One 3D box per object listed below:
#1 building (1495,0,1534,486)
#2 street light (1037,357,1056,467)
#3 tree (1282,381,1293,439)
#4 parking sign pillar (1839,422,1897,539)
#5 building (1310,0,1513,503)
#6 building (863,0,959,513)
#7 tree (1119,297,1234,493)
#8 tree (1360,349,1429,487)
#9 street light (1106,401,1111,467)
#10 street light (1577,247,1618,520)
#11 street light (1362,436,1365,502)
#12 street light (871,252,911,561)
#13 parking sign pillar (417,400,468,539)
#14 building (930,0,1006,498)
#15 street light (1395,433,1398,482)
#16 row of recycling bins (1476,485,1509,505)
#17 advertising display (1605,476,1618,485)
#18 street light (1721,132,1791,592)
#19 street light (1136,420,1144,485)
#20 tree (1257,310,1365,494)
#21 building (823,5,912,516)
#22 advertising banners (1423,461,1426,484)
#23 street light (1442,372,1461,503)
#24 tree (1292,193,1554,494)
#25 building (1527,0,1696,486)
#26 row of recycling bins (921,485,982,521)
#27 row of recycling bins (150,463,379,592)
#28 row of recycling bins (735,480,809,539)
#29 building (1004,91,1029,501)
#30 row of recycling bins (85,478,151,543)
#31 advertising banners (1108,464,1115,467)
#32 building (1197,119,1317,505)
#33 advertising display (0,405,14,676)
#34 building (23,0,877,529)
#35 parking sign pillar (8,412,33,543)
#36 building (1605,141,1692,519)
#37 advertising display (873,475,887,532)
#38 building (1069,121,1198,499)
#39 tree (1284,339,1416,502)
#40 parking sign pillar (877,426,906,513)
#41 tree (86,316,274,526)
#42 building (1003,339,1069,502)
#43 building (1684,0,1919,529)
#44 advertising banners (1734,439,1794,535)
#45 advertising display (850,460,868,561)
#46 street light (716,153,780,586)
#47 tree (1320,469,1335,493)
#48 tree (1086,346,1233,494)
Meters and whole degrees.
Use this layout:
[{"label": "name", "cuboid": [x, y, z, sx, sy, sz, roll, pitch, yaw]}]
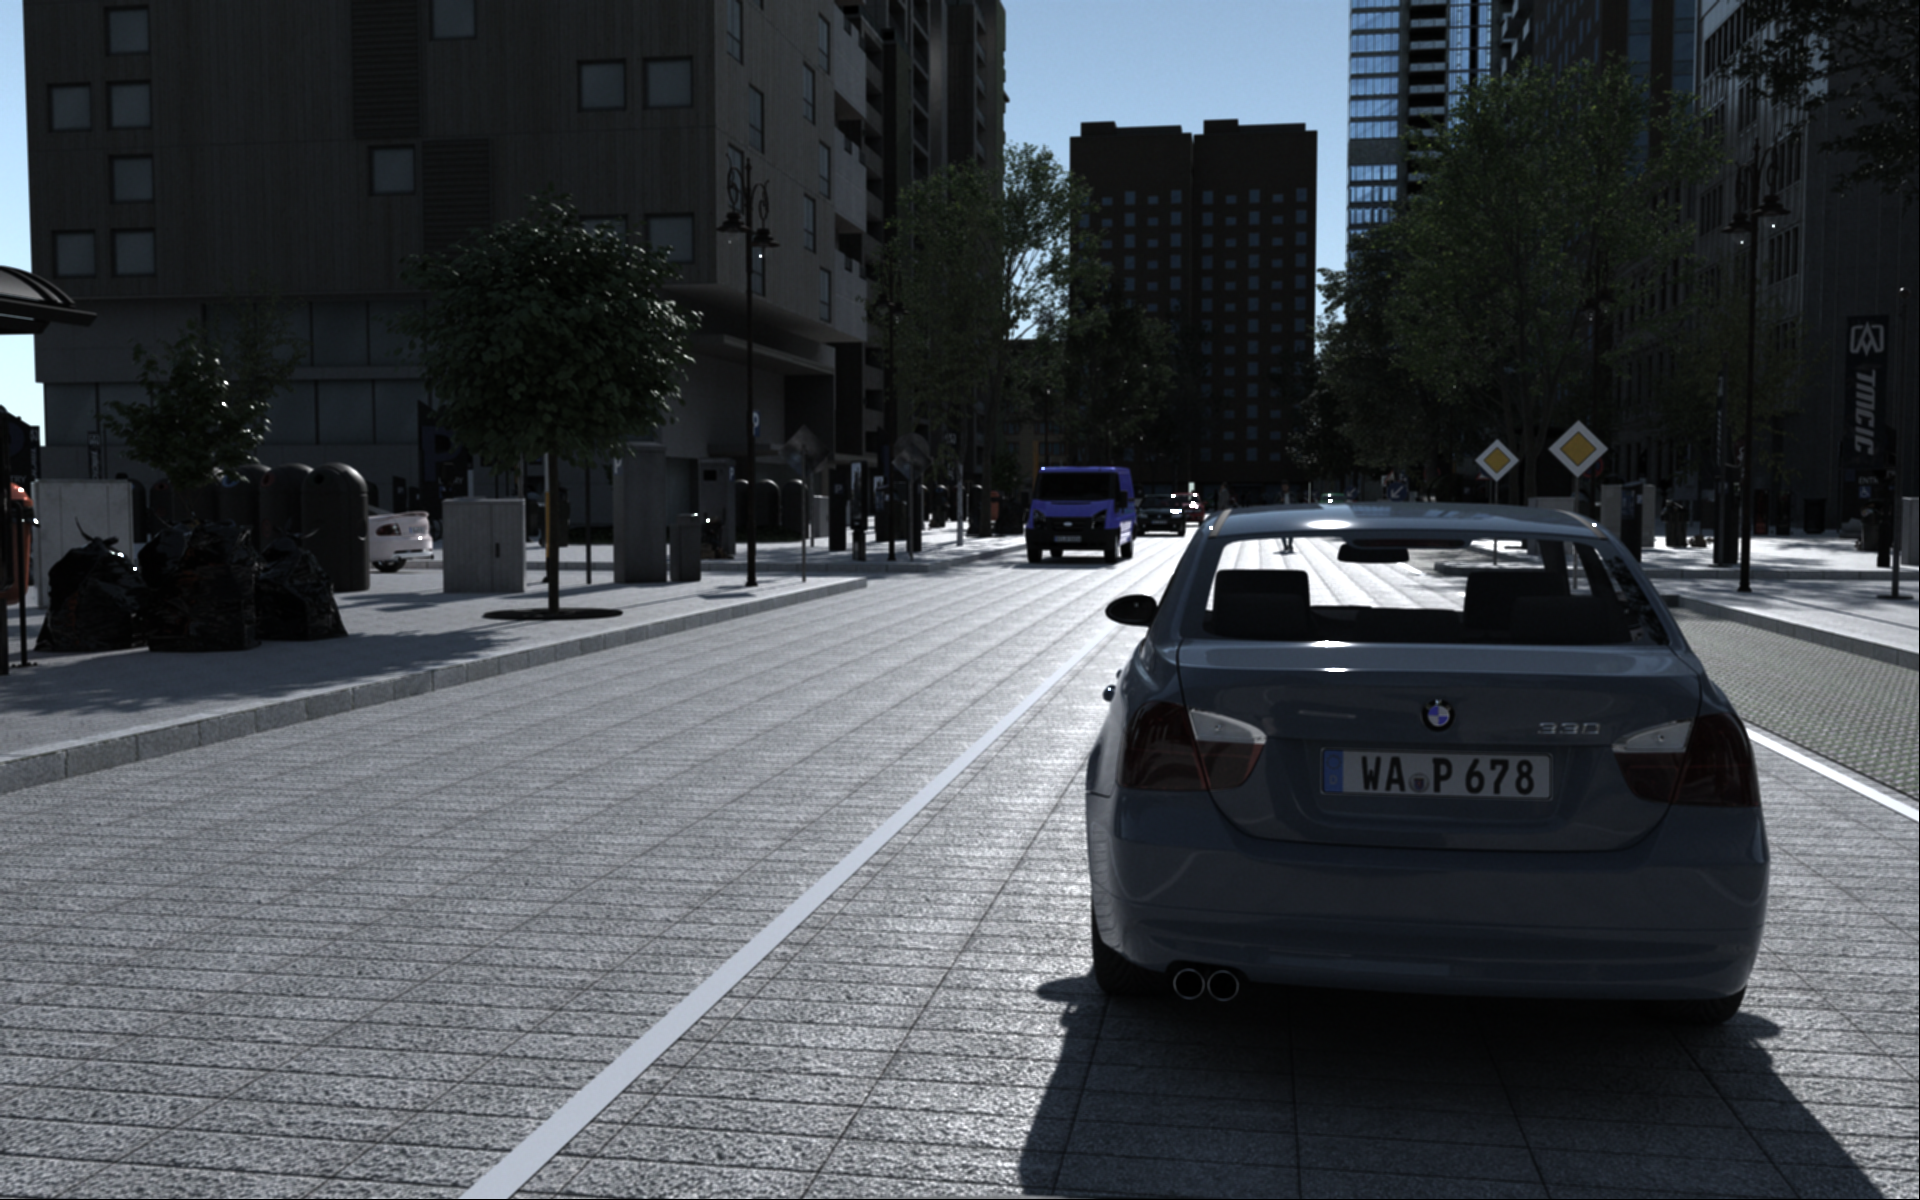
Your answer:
[{"label": "building", "cuboid": [57.973, -32.192, 145.953, 23.786, 49.044, 30.456, 1, 4, 10]}, {"label": "street light", "cuboid": [2.840, -5.154, 57.054, 0.468, 5.910, 1.993, 1, 4, 10]}, {"label": "tree", "cuboid": [31.732, -14.505, 143.818, 9.857, 13.997, 8.962, 0, 3, 0]}, {"label": "parking sign pillar", "cuboid": [26.020, -3.736, 49.562, 1.447, 3.967, 1.447, -2, 4, -34]}, {"label": "building", "cuboid": [58.268, -54.721, 207.362, 31.000, 86.520, 22.319, 1, 4, 10]}, {"label": "building", "cuboid": [-10.792, -41.716, 120.307, 20.563, 71.187, 20.611, 1, 4, 10]}, {"label": "tree", "cuboid": [20.411, -19.187, 169.593, 12.611, 20.169, 13.585, 0, 3, 0]}, {"label": "tree", "cuboid": [21.996, -8.349, 86.872, 4.737, 8.622, 4.395, 0, 3, 0]}, {"label": "street light", "cuboid": [6.903, -6.631, 81.201, 0.468, 5.910, 1.993, 1, 4, 10]}, {"label": "street light", "cuboid": [11.972, -3.662, 32.665, 0.468, 5.910, 1.993, 1, 4, 10]}, {"label": "street light", "cuboid": [24.269, -8.035, 104.158, 0.468, 5.910, 1.993, 1, 4, 10]}, {"label": "street light", "cuboid": [-1.319, -3.702, 33.308, 0.468, 5.910, 1.993, 1, 4, 10]}, {"label": "parking sign pillar", "cuboid": [-14.818, -3.742, 49.660, 1.447, 3.967, 1.447, -2, 4, -29]}, {"label": "building", "cuboid": [-4.315, -27.822, 138.476, 14.154, 41.232, 14.086, 1, 4, 10]}, {"label": "street light", "cuboid": [20.214, -6.572, 80.240, 0.468, 5.910, 1.993, 1, 4, 10]}, {"label": "row of recycling bins", "cuboid": [22.519, -4.213, 76.000, 3.534, 1.692, 1.069, 1, 4, 17]}, {"label": "advertising display", "cuboid": [23.376, -3.485, 62.192, 0.123, 1.923, 0.974, 3, 5, 40]}, {"label": "street light", "cuboid": [10.325, -3.048, 22.616, 0.468, 5.910, 1.993, 1, 4, 10]}, {"label": "street light", "cuboid": [10.982, -8.098, 105.184, 0.468, 5.910, 1.993, 1, 4, 10]}, {"label": "tree", "cuboid": [37.029, -19.725, 178.386, 12.611, 20.169, 13.585, 0, 3, 0]}, {"label": "building", "cuboid": [-11.098, -20.307, 103.726, 14.160, 30.474, 14.107, 1, 4, 10]}, {"label": "advertising banners", "cuboid": [23.080, -5.329, 83.318, 2.074, 3.025, 0.090, -1, 4, -17]}, {"label": "street light", "cuboid": [15.994, -5.116, 56.435, 0.468, 5.910, 1.993, 1, 4, 10]}, {"label": "tree", "cuboid": [19.383, -10.067, 71.258, 9.857, 13.997, 8.962, 0, 3, 0]}, {"label": "building", "cuboid": [49.354, -29.037, 124.870, 14.600, 45.320, 14.200, 1, 4, 10]}, {"label": "row of recycling bins", "cuboid": [-0.550, -4.651, 83.160, 3.534, 1.692, 1.069, 0, 4, 7]}, {"label": "row of recycling bins", "cuboid": [-9.425, -1.012, 23.666, 3.534, 1.692, 1.069, 2, 4, 31]}, {"label": "row of recycling bins", "cuboid": [-5.937, -2.631, 50.126, 3.534, 1.692, 1.069, 2, 4, 26]}, {"label": "building", "cuboid": [-9.099, -31.017, 161.748, 28.867, 44.769, 22.147, 1, 4, 10]}, {"label": "row of recycling bins", "cuboid": [-21.391, -2.351, 45.549, 3.534, 1.692, 1.069, -1, 4, -17]}, {"label": "advertising banners", "cuboid": [8.397, -6.519, 102.773, 0.090, 3.025, 2.074, -3, 5, -42]}, {"label": "building", "cuboid": [35.525, -34.226, 209.699, 14.200, 45.320, 14.600, 1, 4, 10]}, {"label": "advertising display", "cuboid": [-7.195, -0.425, 12.169, 0.974, 1.923, 0.123, 0, 4, -8]}, {"label": "building", "cuboid": [-19.526, -29.682, 74.537, 28.713, 52.752, 27.495, 1, 4, 10]}, {"label": "parking sign pillar", "cuboid": [-25.132, -3.489, 45.514, 1.447, 3.967, 1.447, -2, 4, -29]}, {"label": "building", "cuboid": [41.737, -15.604, 91.276, 11.583, 22.565, 21.152, 1, 4, 10]}, {"label": "advertising display", "cuboid": [-2.711, -3.272, 58.708, 0.123, 1.923, 0.974, -2, 4, -25]}, {"label": "building", "cuboid": [21.122, -34.303, 210.956, 14.200, 45.320, 14.600, 1, 4, 10]}, {"label": "tree", "cuboid": [28.576, -12.718, 124.945, 9.611, 12.733, 9.660, 0, 3, 0]}, {"label": "parking sign pillar", "cuboid": [-2.625, -4.930, 69.072, 1.447, 3.967, 1.447, -2, 4, -30]}, {"label": "tree", "cuboid": [-8.306, -1.488, 18.936, 1.663, 3.219, 1.824, 0, 3, 0]}, {"label": "building", "cuboid": [0.865, -23.090, 222.566, 28.899, 21.520, 27.650, 1, 4, 10]}, {"label": "building", "cuboid": [38.640, -15.469, 70.936, 12.078, 24.808, 19.932, 1, 4, 10]}, {"label": "advertising banners", "cuboid": [25.192, -3.557, 54.344, 0.090, 3.025, 2.074, -2, 4, -31]}, {"label": "advertising display", "cuboid": [-1.949, -1.723, 33.382, 0.123, 1.923, 0.974, -1, 4, -16]}, {"label": "street light", "cuboid": [-2.905, -3.130, 23.964, 0.468, 5.910, 1.993, 1, 4, 10]}, {"label": "tree", "cuboid": [35.608, -13.229, 166.659, 4.360, 8.622, 3.978, 0, 3, 0]}, {"label": "tree", "cuboid": [15.449, -13.912, 137.823, 12.009, 13.543, 11.850, 0, 3, 0]}]
